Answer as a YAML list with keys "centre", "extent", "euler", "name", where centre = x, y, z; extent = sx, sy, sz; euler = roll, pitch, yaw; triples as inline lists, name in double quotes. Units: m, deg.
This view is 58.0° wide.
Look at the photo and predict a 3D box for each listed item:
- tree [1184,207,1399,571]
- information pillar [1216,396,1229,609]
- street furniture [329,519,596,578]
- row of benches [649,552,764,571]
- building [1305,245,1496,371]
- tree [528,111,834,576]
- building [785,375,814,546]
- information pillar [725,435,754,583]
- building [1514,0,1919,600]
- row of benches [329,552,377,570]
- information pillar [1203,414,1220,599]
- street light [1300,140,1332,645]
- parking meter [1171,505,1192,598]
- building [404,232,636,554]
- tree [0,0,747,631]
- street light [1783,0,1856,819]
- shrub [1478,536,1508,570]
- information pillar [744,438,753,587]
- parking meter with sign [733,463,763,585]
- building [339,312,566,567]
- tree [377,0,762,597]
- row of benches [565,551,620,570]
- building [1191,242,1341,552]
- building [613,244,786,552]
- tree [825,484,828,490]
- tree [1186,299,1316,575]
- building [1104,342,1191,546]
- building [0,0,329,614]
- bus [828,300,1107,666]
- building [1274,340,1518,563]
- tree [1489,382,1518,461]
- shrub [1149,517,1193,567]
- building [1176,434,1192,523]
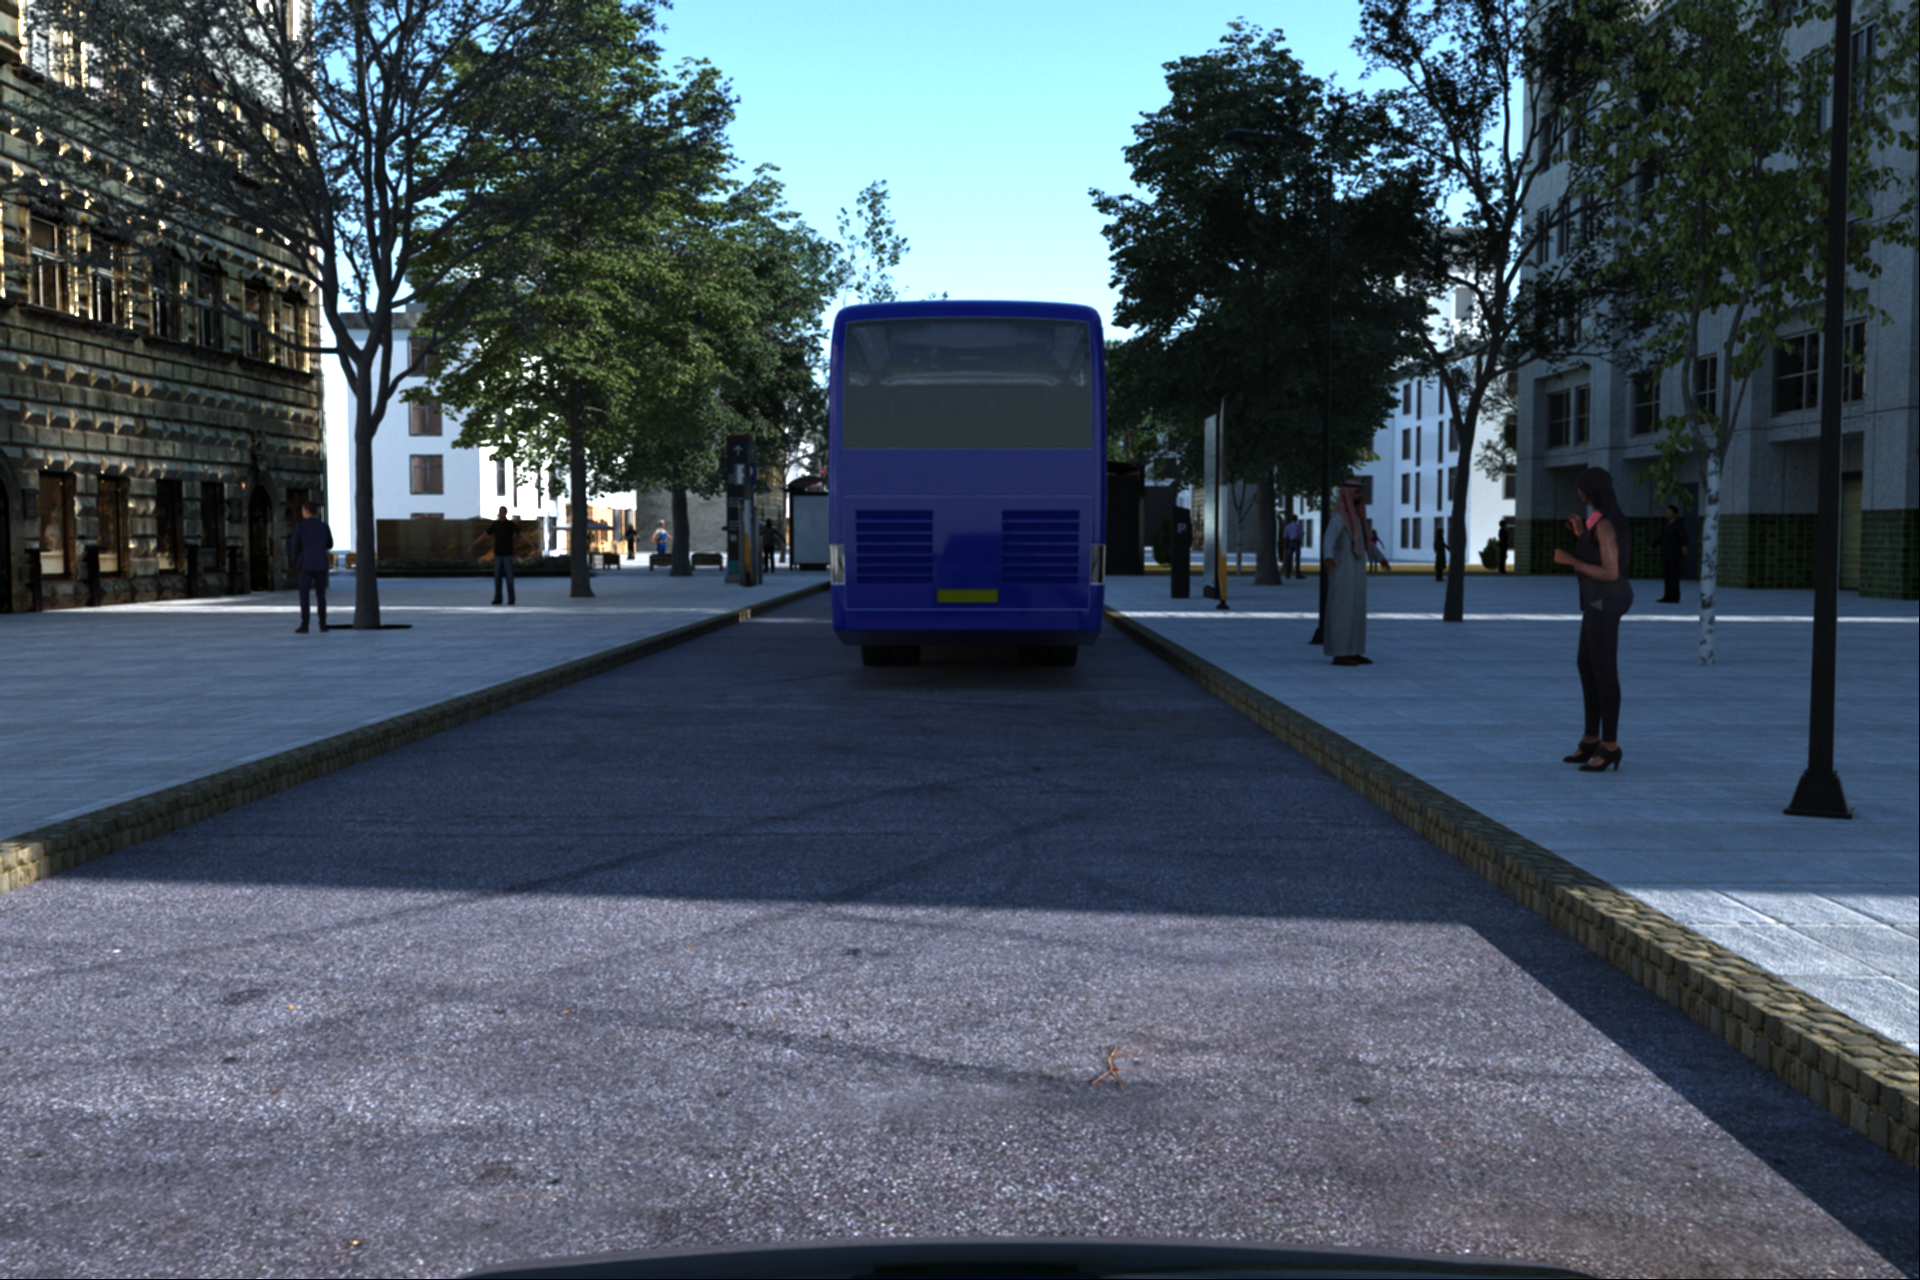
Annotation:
- centre: [11.434, -8.704, 60.446]
  extent: [7.486, 12.596, 7.792]
  euler: [0, 3, 0]
  name: "tree"
- centre: [4.495, -2.339, 29.602]
  extent: [0.183, 3.616, 0.504]
  euler: [0, 4, 1]
  name: "information pillar"
- centre: [-14.302, -2.846, 53.379]
  extent: [11.010, 1.723, 9.812]
  euler: [-1, 4, -12]
  name: "street furniture"
- centre: [-8.801, -2.775, 60.837]
  extent: [4.104, 0.672, 1.422]
  euler: [0, 4, -4]
  name: "row of benches"
- centre: [26.831, -16.046, 118.775]
  extent: [16.016, 20.090, 11.380]
  euler: [0, 4, 1]
  name: "building"
- centre: [-8.541, -8.910, 52.340]
  extent: [9.857, 13.997, 8.962]
  euler: [0, 3, 0]
  name: "tree"
- centre: [-22.182, -20.402, 189.994]
  extent: [16.016, 20.090, 11.380]
  euler: [0, 4, 0]
  name: "building"
- centre: [-5.770, -3.435, 45.536]
  extent: [0.750, 3.857, 0.750]
  euler: [0, 4, 1]
  name: "information pillar"
- centre: [26.693, -10.695, 41.321]
  extent: [16.747, 18.905, 31.486]
  euler: [0, 4, 0]
  name: "building"
- centre: [-21.803, -2.903, 62.933]
  extent: [4.104, 0.672, 1.422]
  euler: [0, 4, -8]
  name: "row of benches"
- centre: [5.087, -2.657, 34.752]
  extent: [0.184, 3.620, 1.656]
  euler: [0, 4, 0]
  name: "information pillar"
- centre: [4.789, -2.905, 20.034]
  extent: [1.470, 5.913, 1.316]
  euler: [0, 4, 0]
  name: "street light"
- centre: [4.435, -1.771, 34.675]
  extent: [0.399, 1.863, 0.255]
  euler: [0, 4, 1]
  name: "parking meter"
- centre: [-27.054, -15.183, 104.670]
  extent: [16.016, 20.090, 11.380]
  euler: [0, 3, 0]
  name: "building"
- centre: [-8.064, -6.905, 23.260]
  extent: [12.009, 13.543, 11.850]
  euler: [0, 3, 0]
  name: "tree"
- centre: [4.495, -2.155, 7.769]
  extent: [1.470, 5.913, 1.316]
  euler: [0, 4, 1]
  name: "street light"
- centre: [19.040, -3.101, 61.815]
  extent: [1.383, 1.207, 1.383]
  euler: [0, 3, 0]
  name: "shrub"
- centre: [-5.150, -3.098, 42.005]
  extent: [0.183, 3.616, 0.504]
  euler: [0, 4, 1]
  name: "information pillar"
- centre: [-5.265, -2.886, 43.442]
  extent: [0.543, 3.016, 1.738]
  euler: [0, 4, 2]
  name: "parking meter with sign"
- centre: [-22.575, -8.411, 79.674]
  extent: [9.099, 9.664, 28.070]
  euler: [0, 4, 0]
  name: "building"
- centre: [-7.700, -7.119, 34.530]
  extent: [7.486, 12.596, 7.792]
  euler: [0, 3, 0]
  name: "tree"
- centre: [-13.594, -2.958, 63.826]
  extent: [1.422, 0.672, 4.104]
  euler: [-2, 4, -32]
  name: "row of benches"
- centre: [27.917, -18.317, 130.418]
  extent: [19.493, 23.208, 18.063]
  euler: [0, 4, 1]
  name: "building"
- centre: [-23.508, -18.364, 131.179]
  extent: [19.493, 23.208, 18.063]
  euler: [0, 4, 1]
  name: "building"
- centre: [-15.598, -20.988, 249.814]
  extent: [9.857, 13.997, 8.962]
  euler: [0, 3, 0]
  name: "tree"
- centre: [8.743, -6.316, 53.626]
  extent: [4.737, 8.622, 4.395]
  euler: [0, 3, 0]
  name: "tree"
- centre: [27.669, -21.827, 200.850]
  extent: [27.936, 21.610, 32.646]
  euler: [0, 4, 1]
  name: "building"
- centre: [-24.406, -12.283, 31.750]
  extent: [19.493, 23.208, 18.063]
  euler: [0, 4, 0]
  name: "building"
- centre: [0.133, -1.843, 21.677]
  extent: [2.896, 3.916, 12.251]
  euler: [0, 4, 1]
  name: "bus"
- centre: [23.002, -8.995, 89.211]
  extent: [9.099, 9.664, 28.070]
  euler: [0, 4, 0]
  name: "building"
- centre: [23.785, -7.445, 72.093]
  extent: [4.360, 8.622, 3.978]
  euler: [0, 3, 0]
  name: "tree"
- centre: [8.278, -3.904, 67.864]
  extent: [1.661, 2.075, 1.752]
  euler: [0, 3, 0]
  name: "shrub"
- centre: [27.893, -19.877, 181.408]
  extent: [16.016, 20.090, 11.380]
  euler: [0, 4, 0]
  name: "building"
